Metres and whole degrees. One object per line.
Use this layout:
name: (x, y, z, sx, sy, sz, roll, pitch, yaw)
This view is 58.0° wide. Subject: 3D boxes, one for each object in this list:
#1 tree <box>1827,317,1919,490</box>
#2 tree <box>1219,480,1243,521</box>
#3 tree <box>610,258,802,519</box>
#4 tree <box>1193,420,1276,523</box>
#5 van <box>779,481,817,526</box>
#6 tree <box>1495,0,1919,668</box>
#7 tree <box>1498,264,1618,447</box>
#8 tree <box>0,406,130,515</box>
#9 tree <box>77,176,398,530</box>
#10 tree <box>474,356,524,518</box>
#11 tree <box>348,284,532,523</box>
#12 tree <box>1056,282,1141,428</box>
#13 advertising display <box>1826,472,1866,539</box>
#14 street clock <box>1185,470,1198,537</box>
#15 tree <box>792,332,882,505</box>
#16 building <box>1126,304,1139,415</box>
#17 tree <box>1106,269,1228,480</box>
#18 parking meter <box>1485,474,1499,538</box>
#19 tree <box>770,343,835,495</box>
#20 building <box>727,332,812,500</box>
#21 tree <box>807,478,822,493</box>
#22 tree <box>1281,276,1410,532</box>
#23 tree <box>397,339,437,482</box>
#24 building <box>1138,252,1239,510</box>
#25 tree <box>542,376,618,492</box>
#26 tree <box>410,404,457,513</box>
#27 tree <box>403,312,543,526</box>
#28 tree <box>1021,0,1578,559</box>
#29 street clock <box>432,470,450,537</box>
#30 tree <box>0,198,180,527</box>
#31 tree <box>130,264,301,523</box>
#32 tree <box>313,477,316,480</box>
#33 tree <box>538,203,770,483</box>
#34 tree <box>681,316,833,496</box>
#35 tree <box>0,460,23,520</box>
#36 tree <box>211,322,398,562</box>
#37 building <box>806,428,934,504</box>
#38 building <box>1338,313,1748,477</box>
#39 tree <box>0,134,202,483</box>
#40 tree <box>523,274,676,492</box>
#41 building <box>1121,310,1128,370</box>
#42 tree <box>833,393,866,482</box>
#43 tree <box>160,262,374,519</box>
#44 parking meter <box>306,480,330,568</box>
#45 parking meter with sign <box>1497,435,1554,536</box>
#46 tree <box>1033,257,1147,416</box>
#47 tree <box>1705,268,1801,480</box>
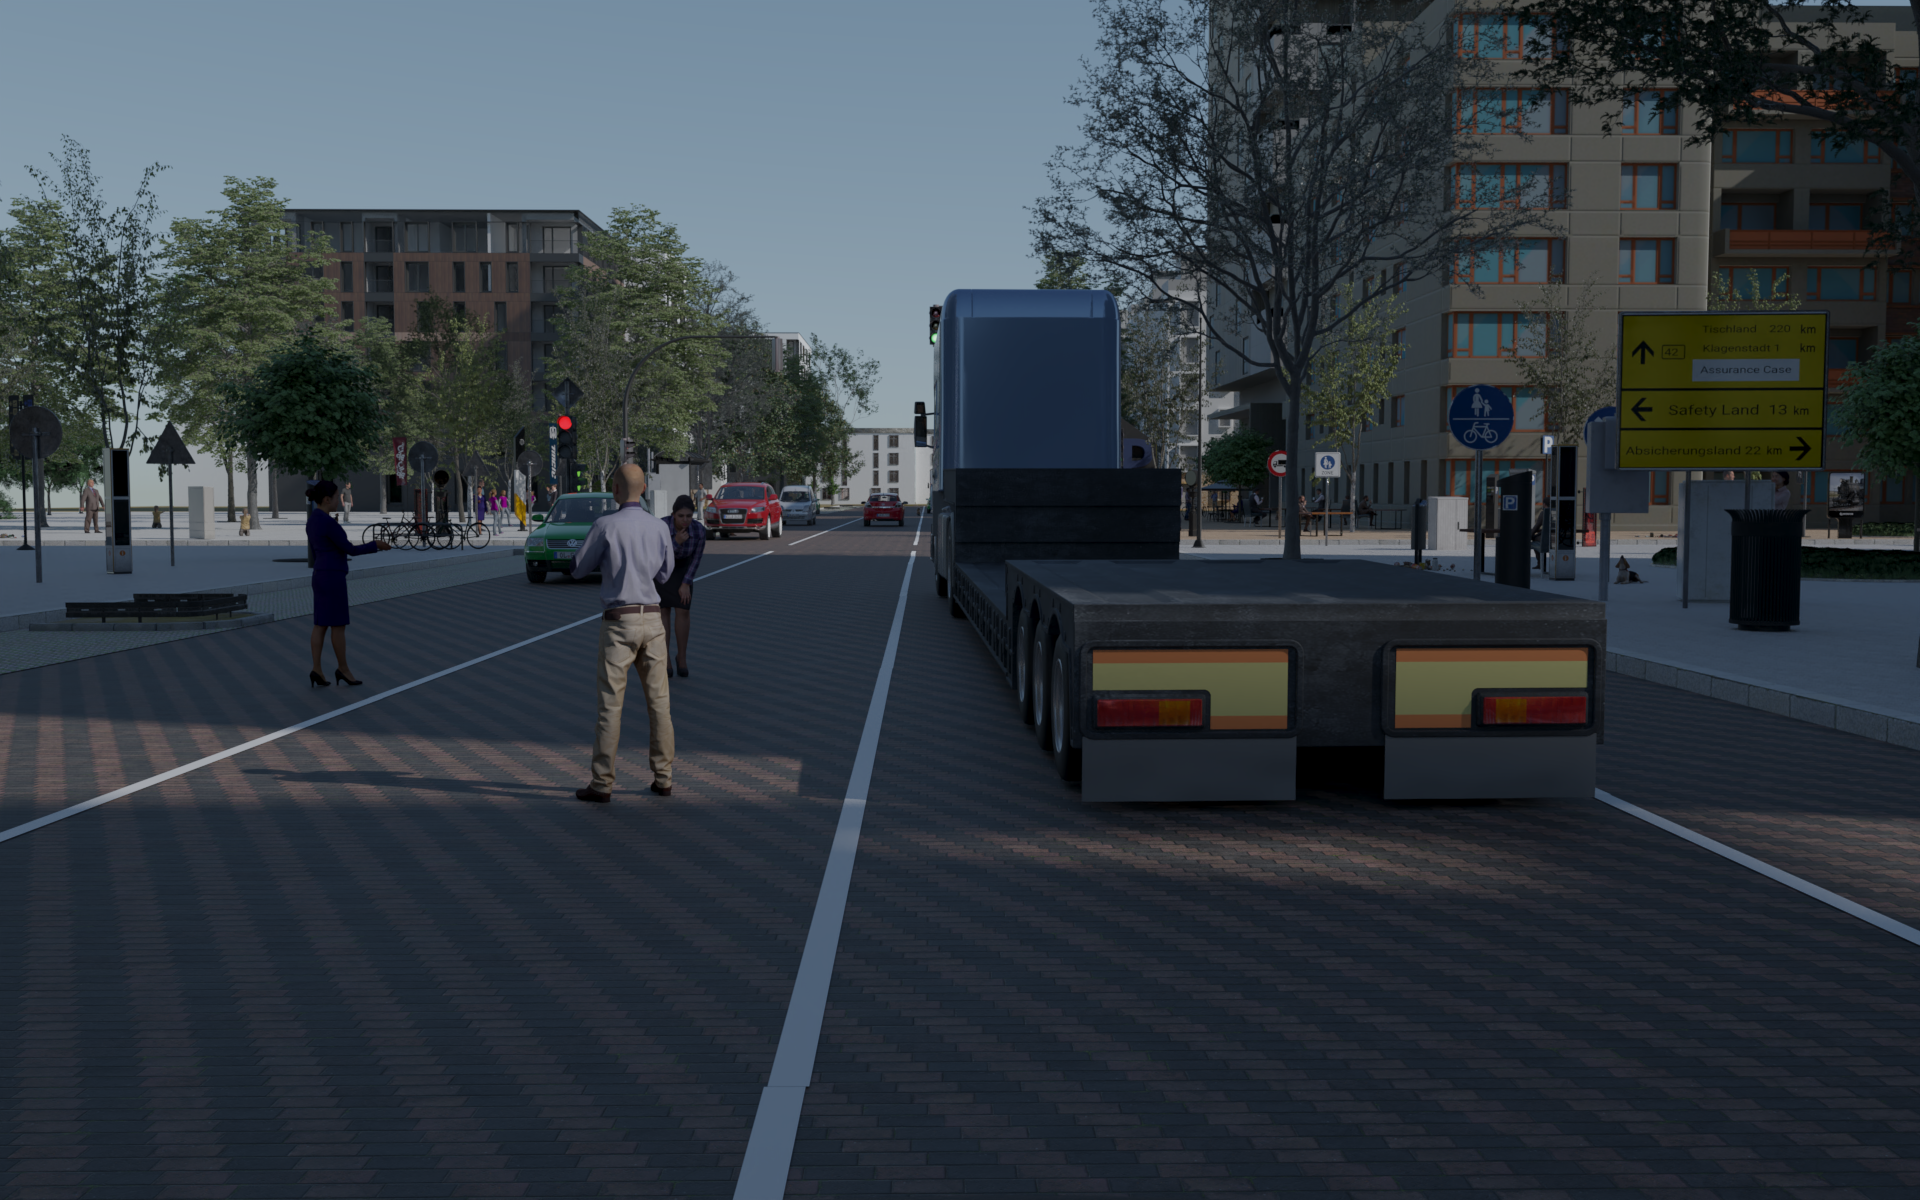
tree: (17.261, -2.910, 31.298, 4.285, 4.588, 4.351, 0, 3, 0)
tree: (13.071, -5.466, 83.967, 1.663, 3.219, 1.824, 0, 3, 0)
tree: (-13.368, -10.970, 89.721, 12.009, 13.543, 11.850, 0, 3, 0)
tree: (12.465, -5.675, 76.499, 4.285, 4.588, 4.351, 0, 3, 0)
van: (-7.566, -4.472, 80.120, 2.013, 2.044, 4.112, 0, 4, -1)
tree: (7.545, -4.777, 12.521, 7.601, 10.594, 8.767, -1, 4, -15)
tree: (19.738, -6.482, 56.350, 4.360, 8.622, 3.978, 0, 3, 0)
tree: (-57.840, -8.686, 104.928, 11.467, 7.101, 20.602, -1, 4, -16)
tree: (-25.424, -8.785, 61.758, 7.486, 12.596, 7.792, 0, 3, 0)
tree: (-24.306, -8.732, 93.127, 4.360, 8.622, 3.978, 0, 3, 0)
tree: (-22.758, -8.766, 77.744, 7.601, 10.594, 8.767, 0, 4, 2)
tree: (5.620, -10.789, 93.401, 9.611, 12.733, 9.660, 0, 3, 0)
advertising display: (25.458, -2.726, 49.784, 0.974, 1.923, 0.123, 1, 4, 13)
street clock: (7.017, -2.912, 52.181, 0.358, 2.002, 0.471, -3, 5, -39)
tree: (-15.021, -21.166, 201.950, 12.611, 20.169, 13.585, 0, 3, 0)
building: (22.836, -18.105, 152.431, 16.016, 20.091, 11.380, 0, 4, -1)
tree: (6.514, -6.477, 56.254, 4.360, 8.622, 3.978, 0, 3, 0)
parking meter: (15.429, -2.723, 50.236, 0.255, 1.863, 0.399, 2, 4, 35)
tree: (-13.121, -13.017, 130.952, 7.486, 12.596, 7.792, 0, 3, 0)
building: (-36.873, -23.756, 232.389, 32.646, 21.610, 27.936, 0, 4, -1)
tree: (-15.015, -11.286, 179.131, 1.663, 3.219, 1.824, 0, 3, 0)
tree: (13.084, -6.602, 58.309, 4.737, 8.622, 4.395, 0, 3, 0)
tree: (-37.415, -11.810, 111.214, 7.486, 12.596, 7.792, 0, 3, 0)
building: (23.453, -17.411, 141.082, 16.016, 20.091, 11.380, 0, 4, -1)
tree: (-21.990, -9.256, 101.698, 4.737, 8.622, 4.395, 0, 3, 0)
tree: (-36.530, -10.367, 119.857, 4.360, 8.622, 3.978, 0, 3, 0)
tree: (-20.023, -7.319, 70.036, 4.737, 8.622, 4.395, 0, 3, 0)
tree: (6.385, -7.505, 33.081, 12.009, 13.543, 11.850, 0, 3, 0)
street clock: (-15.408, -2.866, 51.432, 0.471, 2.002, 0.358, -2, 4, -29)
tree: (-35.476, -9.067, 66.376, 7.486, 12.596, 7.792, 0, 3, 0)
tree: (-33.174, -9.318, 78.106, 9.928, 11.665, 9.643, 0, 3, 0)
tree: (-37.863, -10.183, 100.899, 8.767, 10.594, 7.601, 0, 4, -7)
tree: (-12.447, -9.174, 68.121, 7.486, 12.596, 7.792, 0, 3, 0)
tree: (-14.025, -11.818, 110.228, 9.611, 12.733, 9.660, 0, 3, 0)
tree: (-55.582, -11.038, 82.292, 13.155, 14.587, 18.604, 2, 4, 29)
tree: (-12.334, -3.019, 33.079, 4.285, 4.588, 4.351, 0, 3, 0)
building: (-5.773, -17.258, 224.314, 28.070, 9.664, 9.099, 0, 4, -1)
building: (58.272, -20.393, 177.394, 32.646, 21.610, 27.936, 0, 4, -1)
tree: (-17.538, -5.217, 35.655, 4.360, 8.622, 3.978, 0, 3, 0)
tree: (-11.840, -6.576, 57.883, 4.360, 8.622, 3.978, 0, 3, 0)
building: (22.813, -18.870, 174.983, 16.747, 18.905, 31.486, 0, 4, -1)
tree: (-14.247, -15.445, 169.539, 9.611, 12.733, 9.660, 0, 3, 0)
tree: (-35.591, -10.961, 89.586, 12.009, 13.543, 11.850, 0, 3, 0)
parking meter: (-11.160, -1.328, 30.125, 0.372, 1.533, 0.369, 0, 3, 0)
parking meter with sign: (16.989, -3.429, 52.324, 0.543, 3.016, 1.738, -3, 4, -37)
tree: (5.061, -9.949, 80.798, 7.486, 12.596, 7.792, 0, 3, 0)
tree: (25.219, -6.449, 55.796, 4.737, 8.622, 4.395, 0, 3, 0)
